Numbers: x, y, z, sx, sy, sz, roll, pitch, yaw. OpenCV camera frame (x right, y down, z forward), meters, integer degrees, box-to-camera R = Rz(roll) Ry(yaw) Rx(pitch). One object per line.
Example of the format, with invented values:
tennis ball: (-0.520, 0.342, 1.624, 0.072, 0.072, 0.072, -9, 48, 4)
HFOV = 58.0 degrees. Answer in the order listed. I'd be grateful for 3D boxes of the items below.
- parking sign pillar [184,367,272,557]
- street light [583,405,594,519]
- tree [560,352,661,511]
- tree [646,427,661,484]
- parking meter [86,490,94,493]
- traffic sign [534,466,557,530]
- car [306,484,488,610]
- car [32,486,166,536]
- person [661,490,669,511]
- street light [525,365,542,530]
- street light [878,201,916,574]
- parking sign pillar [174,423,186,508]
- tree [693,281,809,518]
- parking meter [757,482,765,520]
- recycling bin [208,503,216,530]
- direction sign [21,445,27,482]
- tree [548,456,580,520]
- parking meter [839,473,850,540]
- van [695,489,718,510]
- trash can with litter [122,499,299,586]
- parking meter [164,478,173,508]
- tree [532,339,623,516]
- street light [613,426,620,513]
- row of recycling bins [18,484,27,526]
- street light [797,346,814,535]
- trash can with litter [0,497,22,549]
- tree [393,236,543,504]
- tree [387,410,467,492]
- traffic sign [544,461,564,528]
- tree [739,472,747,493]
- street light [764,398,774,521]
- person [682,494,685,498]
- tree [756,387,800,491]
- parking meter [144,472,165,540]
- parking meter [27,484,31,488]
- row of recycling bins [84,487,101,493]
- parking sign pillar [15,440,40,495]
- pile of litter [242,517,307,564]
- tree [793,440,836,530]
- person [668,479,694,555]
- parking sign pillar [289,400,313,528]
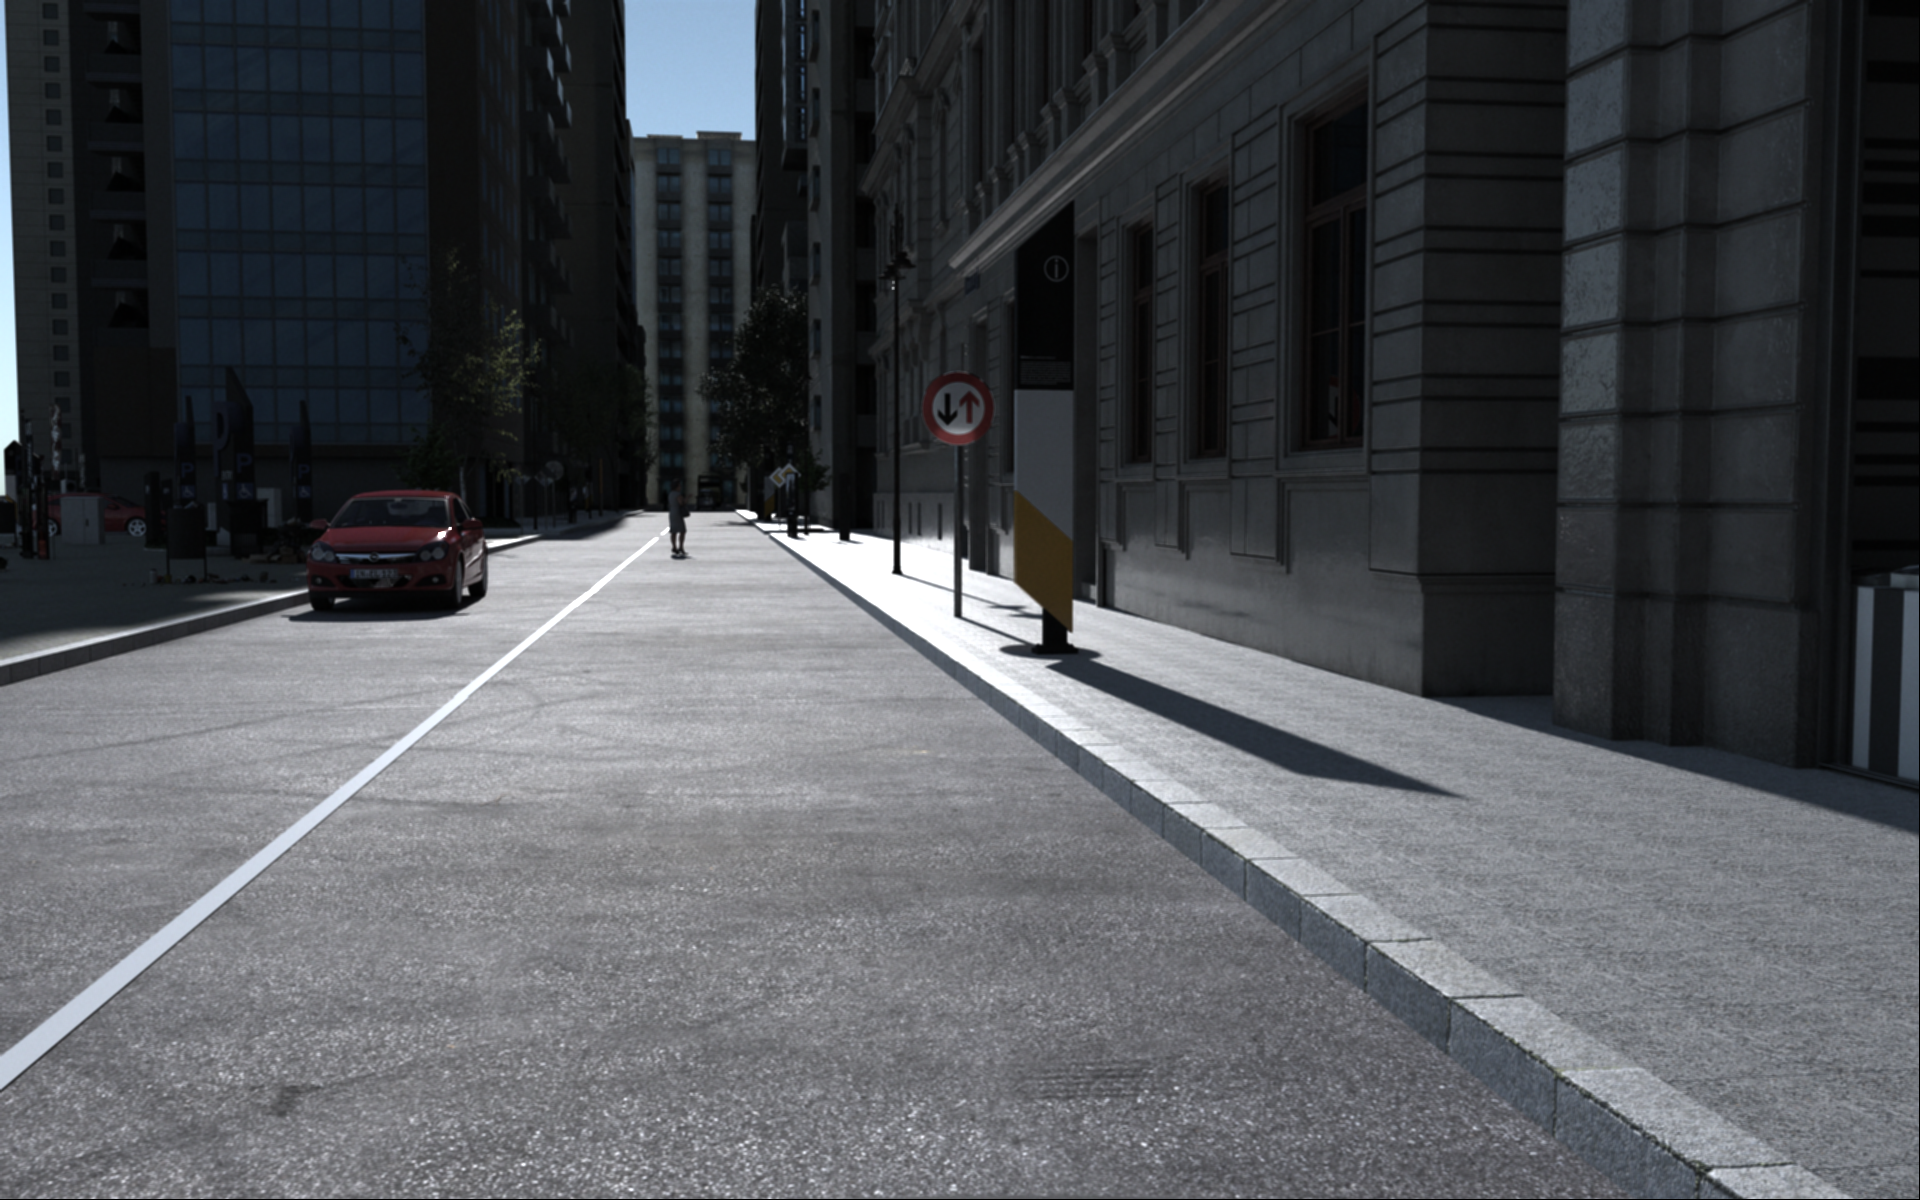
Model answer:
parking sign pillar: (-15.156, -2.917, 36.168, 1.447, 3.967, 1.447, -3, 5, -40)
street light: (-19.289, -7.179, 90.158, 0.468, 5.910, 1.993, -1, 4, -8)
tree: (-25.683, -12.360, 127.848, 9.928, 11.665, 9.643, 0, 3, 0)
tree: (-34.705, -14.644, 189.786, 4.360, 8.622, 3.978, 0, 3, 0)
parking meter: (-48.869, -5.439, 97.346, 0.372, 1.533, 0.369, 0, 3, 0)
traffic sign: (-14.777, -3.558, 61.808, 0.795, 2.450, 0.064, -1, 4, -8)
car: (-7.337, -0.843, 22.822, 2.155, 1.783, 4.494, -1, 4, -9)
car: (-27.940, -2.907, 56.574, 4.494, 1.783, 2.155, 0, 4, -6)
person: (-25.615, -8.698, 150.721, 0.705, 1.822, 1.348, 2, 4, 34)
street light: (-15.306, -5.473, 62.275, 0.468, 5.910, 1.993, -1, 4, -8)
street light: (-1.012, -3.358, 27.690, 0.468, 5.910, 1.993, -1, 4, -8)
parking sign pillar: (-20.988, -3.578, 46.971, 1.447, 3.967, 1.447, -2, 4, -27)
tree: (-9.529, -10.785, 93.338, 9.611, 12.733, 9.660, 0, 3, 0)
parking meter: (-9.861, -4.902, 85.860, 0.255, 1.863, 0.399, 2, 4, 34)
recycling bin: (-21.486, -2.315, 50.408, 0.722, 1.027, 0.722, -2, 4, -23)
direction sign: (-43.358, -5.414, 80.515, 0.379, 3.537, 0.876, 0, 3, 0)
tree: (-19.880, -5.663, 87.188, 1.663, 3.219, 1.824, 0, 3, 0)
parking meter: (-3.213, -2.598, 48.194, 0.255, 1.863, 0.399, 0, 4, 4)
van: (-22.757, -9.072, 155.337, 2.013, 2.044, 4.112, 0, 4, -7)
trash can with litter: (-10.787, -0.855, 25.040, 2.233, 1.210, 1.678, -1, 4, -14)
parking meter: (-29.478, -3.587, 64.350, 0.399, 1.863, 0.255, -1, 4, -18)
tree: (-18.463, -8.115, 83.048, 4.737, 8.622, 4.395, 0, 3, 0)
street light: (-23.234, -8.840, 117.319, 0.468, 5.910, 1.993, -1, 4, -8)
row of recycling bins: (-38.202, -3.932, 71.403, 1.069, 1.692, 3.534, -2, 4, -25)
street light: (-4.827, -4.977, 54.160, 0.468, 5.910, 1.993, -1, 4, -8)
trash can with litter: (-23.007, -1.821, 40.831, 1.678, 1.210, 2.233, 3, 5, 41)
tree: (-14.184, -6.066, 49.534, 4.360, 8.622, 3.978, 0, 3, 0)
tree: (-12.183, -2.780, 40.051, 1.663, 3.219, 1.824, 0, 3, 0)
traffic sign: (-15.492, -4.034, 66.060, 0.768, 2.556, 0.104, 0, 4, -5)
tree: (-17.908, -9.243, 145.720, 1.663, 3.219, 1.824, 0, 3, 0)
street light: (-9.177, -6.782, 83.681, 0.468, 5.910, 1.993, -1, 4, -8)
person: (-22.514, -7.835, 139.790, 0.799, 1.438, 0.628, 0, 4, 0)
tree: (-10.904, -9.290, 102.251, 4.360, 8.622, 3.978, 0, 3, 0)
parking meter: (-20.990, -2.405, 45.025, 0.399, 1.863, 0.255, 3, 5, 39)
parking meter: (-35.817, -3.744, 66.927, 0.399, 1.863, 0.255, 0, 4, -7)
row of recycling bins: (-54.474, -6.228, 108.943, 1.069, 1.692, 3.534, -1, 4, -19)
parking sign pillar: (-46.780, -6.014, 86.794, 1.447, 3.967, 1.447, 0, 4, 7)
pile of litter: (-12.615, -1.111, 32.135, 1.176, 0.858, 1.719, -3, 5, -42)
tree: (-5.351, -4.103, 61.682, 1.663, 3.219, 1.824, 0, 3, 0)
person: (-6.583, -1.968, 41.030, 0.532, 1.782, 0.716, -3, 4, -38)
parking sign pillar: (-18.739, -3.719, 49.276, 1.447, 3.967, 1.447, -2, 4, -26)
